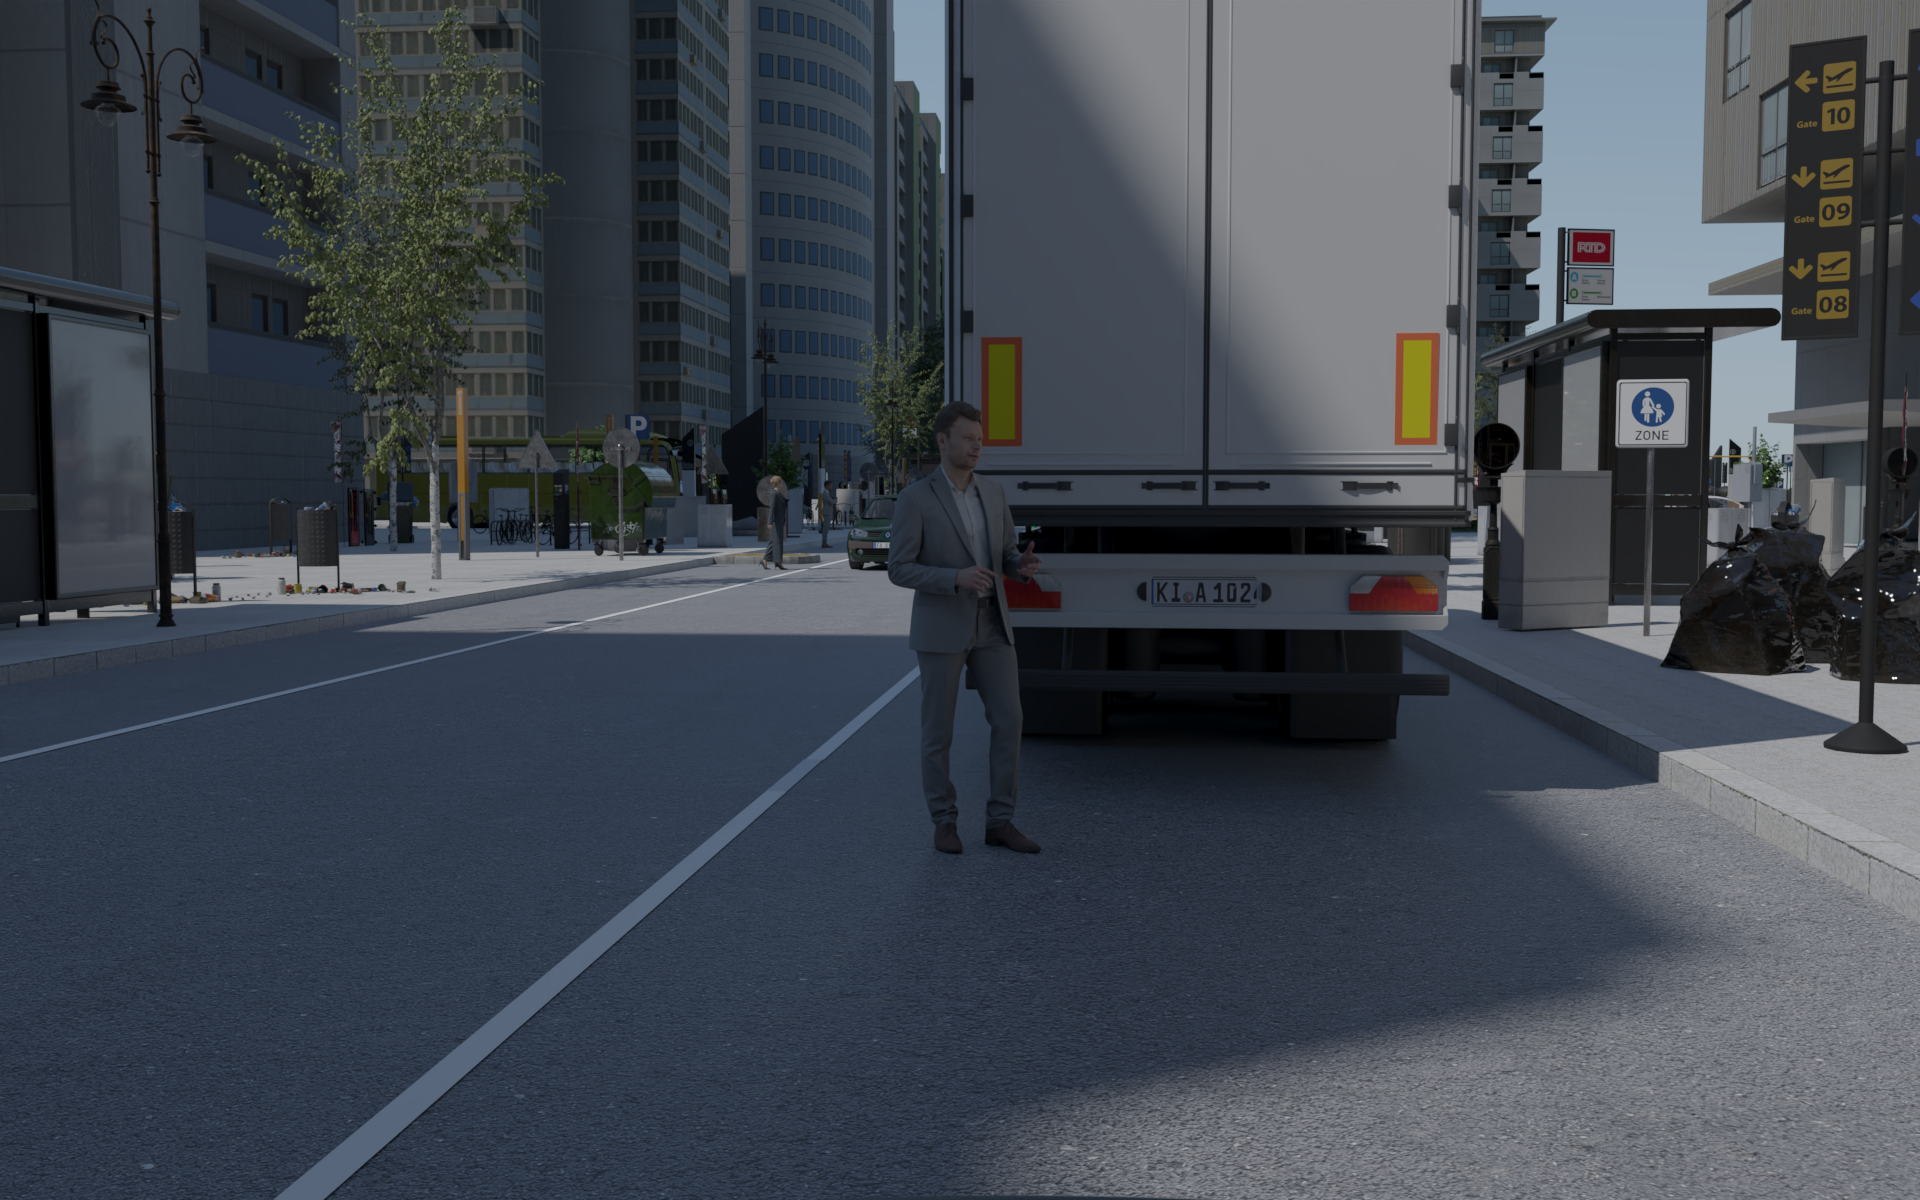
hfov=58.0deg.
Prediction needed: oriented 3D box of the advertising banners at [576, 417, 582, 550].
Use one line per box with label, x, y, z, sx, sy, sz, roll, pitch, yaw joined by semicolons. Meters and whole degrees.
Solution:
advertising banners;-8.758;-2.665;39.755;0.090;3.025;2.074;-1;4;-11

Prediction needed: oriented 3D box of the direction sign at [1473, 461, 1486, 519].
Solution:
direction sign;23.856;-5.365;79.709;0.379;3.537;0.876;-2;4;-27

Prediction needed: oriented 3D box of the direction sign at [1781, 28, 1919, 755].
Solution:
direction sign;4.549;-1.015;8.599;0.876;3.537;0.379;2;4;33

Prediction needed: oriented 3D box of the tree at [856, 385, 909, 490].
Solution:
tree;-4.907;-10.156;116.419;4.360;8.622;3.978;0;3;0

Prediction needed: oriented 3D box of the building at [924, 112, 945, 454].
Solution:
building;-9.666;-30.427;181.070;14.154;41.232;14.086;0;4;5

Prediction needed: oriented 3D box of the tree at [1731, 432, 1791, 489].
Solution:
tree;25.186;-3.676;54.705;1.663;3.219;1.824;0;3;0

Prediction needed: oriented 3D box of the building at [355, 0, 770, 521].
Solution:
building;-25.832;-24.547;93.230;32.217;40.220;23.993;0;4;5

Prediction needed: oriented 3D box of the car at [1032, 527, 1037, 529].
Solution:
car;2.004;-1.095;26.697;1.959;1.807;4.718;0;4;7

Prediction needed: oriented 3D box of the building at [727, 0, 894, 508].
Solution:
building;-17.072;-35.721;126.034;21.231;58.520;28.212;0;4;5

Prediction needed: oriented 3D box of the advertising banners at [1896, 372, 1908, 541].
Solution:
advertising banners;13.274;-1.725;24.388;0.090;3.025;2.074;2;4;30

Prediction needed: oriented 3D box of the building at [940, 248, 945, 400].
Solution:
building;-9.186;-25.934;195.718;14.160;30.474;14.107;0;4;5

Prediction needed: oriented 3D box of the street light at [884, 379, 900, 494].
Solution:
street light;-2.714;-5.939;69.896;0.468;5.910;1.993;0;4;5

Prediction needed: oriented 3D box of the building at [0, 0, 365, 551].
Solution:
building;-30.616;-30.611;42.483;28.212;58.520;21.231;0;4;5

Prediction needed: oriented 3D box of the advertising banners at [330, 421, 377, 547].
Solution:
advertising banners;-14.803;-2.819;42.275;0.090;3.025;2.074;1;4;9

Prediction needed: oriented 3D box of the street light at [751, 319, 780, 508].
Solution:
street light;-5.148;-4.473;45.919;0.468;5.910;1.993;0;4;5

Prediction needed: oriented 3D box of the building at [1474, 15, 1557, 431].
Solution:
building;47.761;-36.806;191.016;28.713;52.752;27.495;0;4;5

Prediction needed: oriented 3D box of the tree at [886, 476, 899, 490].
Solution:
tree;-5.087;-7.936;124.357;1.663;3.219;1.824;0;3;0

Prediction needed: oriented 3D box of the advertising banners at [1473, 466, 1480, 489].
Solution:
advertising banners;25.652;-5.623;88.127;0.090;3.025;2.074;-3;4;-38

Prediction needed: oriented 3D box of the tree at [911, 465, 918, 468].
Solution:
tree;-2.697;-9.775;143.531;4.285;4.588;4.351;0;3;0

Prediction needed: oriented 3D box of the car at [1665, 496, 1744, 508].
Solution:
car;27.503;-3.105;63.126;4.827;1.381;2.083;0;4;5

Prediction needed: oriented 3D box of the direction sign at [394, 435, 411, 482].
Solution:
direction sign;-20.497;-4.385;63.699;0.379;3.537;0.876;2;4;25

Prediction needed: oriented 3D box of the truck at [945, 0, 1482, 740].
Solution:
truck;1.775;-1.503;13.486;2.839;4.237;11.283;0;4;7

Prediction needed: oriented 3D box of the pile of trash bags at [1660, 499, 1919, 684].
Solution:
pile of trash bags;6.979;-0.207;13.144;3.447;1.369;1.912;-3;4;-38

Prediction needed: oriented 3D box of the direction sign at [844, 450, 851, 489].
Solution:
direction sign;-5.828;-5.961;89.451;0.379;3.537;0.876;1;4;18

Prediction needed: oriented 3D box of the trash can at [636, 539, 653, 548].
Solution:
trash can;-7.682;-1.830;41.570;0.748;1.137;0.748;0;3;0

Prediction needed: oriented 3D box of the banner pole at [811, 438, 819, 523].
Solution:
banner pole;-6.258;-5.357;77.604;0.401;3.779;0.863;-1;4;-21

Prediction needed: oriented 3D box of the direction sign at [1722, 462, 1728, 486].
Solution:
direction sign;54.786;-8.081;124.124;0.876;3.537;0.379;-3;5;-45

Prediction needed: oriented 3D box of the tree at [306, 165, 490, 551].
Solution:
tree;-12.735;-5.414;38.885;4.360;8.622;3.978;0;3;0

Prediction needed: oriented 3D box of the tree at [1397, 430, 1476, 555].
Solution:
tree;5.963;-1.720;22.723;1.663;3.219;1.824;0;3;0

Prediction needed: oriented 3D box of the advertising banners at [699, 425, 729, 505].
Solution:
advertising banners;-6.387;-2.983;44.966;0.090;3.025;2.074;1;4;12

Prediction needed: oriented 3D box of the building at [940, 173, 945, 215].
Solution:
building;-5.786;-39.188;264.432;21.300;48.544;21.600;0;4;5

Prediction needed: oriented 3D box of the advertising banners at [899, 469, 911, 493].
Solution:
advertising banners;-4.244;-7.589;120.261;2.074;3.025;0.090;-2;4;-25

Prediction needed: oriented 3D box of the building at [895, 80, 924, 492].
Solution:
building;-11.630;-29.574;167.133;14.154;41.232;14.086;0;4;5

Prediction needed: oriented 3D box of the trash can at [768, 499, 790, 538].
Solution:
trash can;-5.092;-2.234;48.185;0.748;1.137;0.748;0;3;0

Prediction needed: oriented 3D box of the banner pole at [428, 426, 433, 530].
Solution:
banner pole;-18.856;-4.392;61.831;0.401;3.779;0.863;0;4;-2

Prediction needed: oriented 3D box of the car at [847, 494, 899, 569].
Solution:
car;-1.102;-1.491;34.165;2.009;1.686;4.222;0;4;7

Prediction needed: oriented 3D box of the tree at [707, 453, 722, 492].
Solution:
tree;-10.830;-5.162;79.000;1.663;3.219;1.824;0;3;0

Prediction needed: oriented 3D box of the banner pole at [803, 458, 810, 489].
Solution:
banner pole;-9.283;-7.111;106.280;0.863;3.779;0.401;-1;4;-12

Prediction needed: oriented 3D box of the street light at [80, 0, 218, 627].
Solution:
street light;-7.699;-2.681;16.621;0.468;5.910;1.993;0;4;5

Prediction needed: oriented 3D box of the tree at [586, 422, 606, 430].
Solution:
tree;-16.338;-5.848;79.326;4.285;4.588;4.351;0;3;0

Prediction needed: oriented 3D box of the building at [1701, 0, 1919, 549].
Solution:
building;32.342;-27.084;32.057;28.713;52.752;27.495;0;4;5
